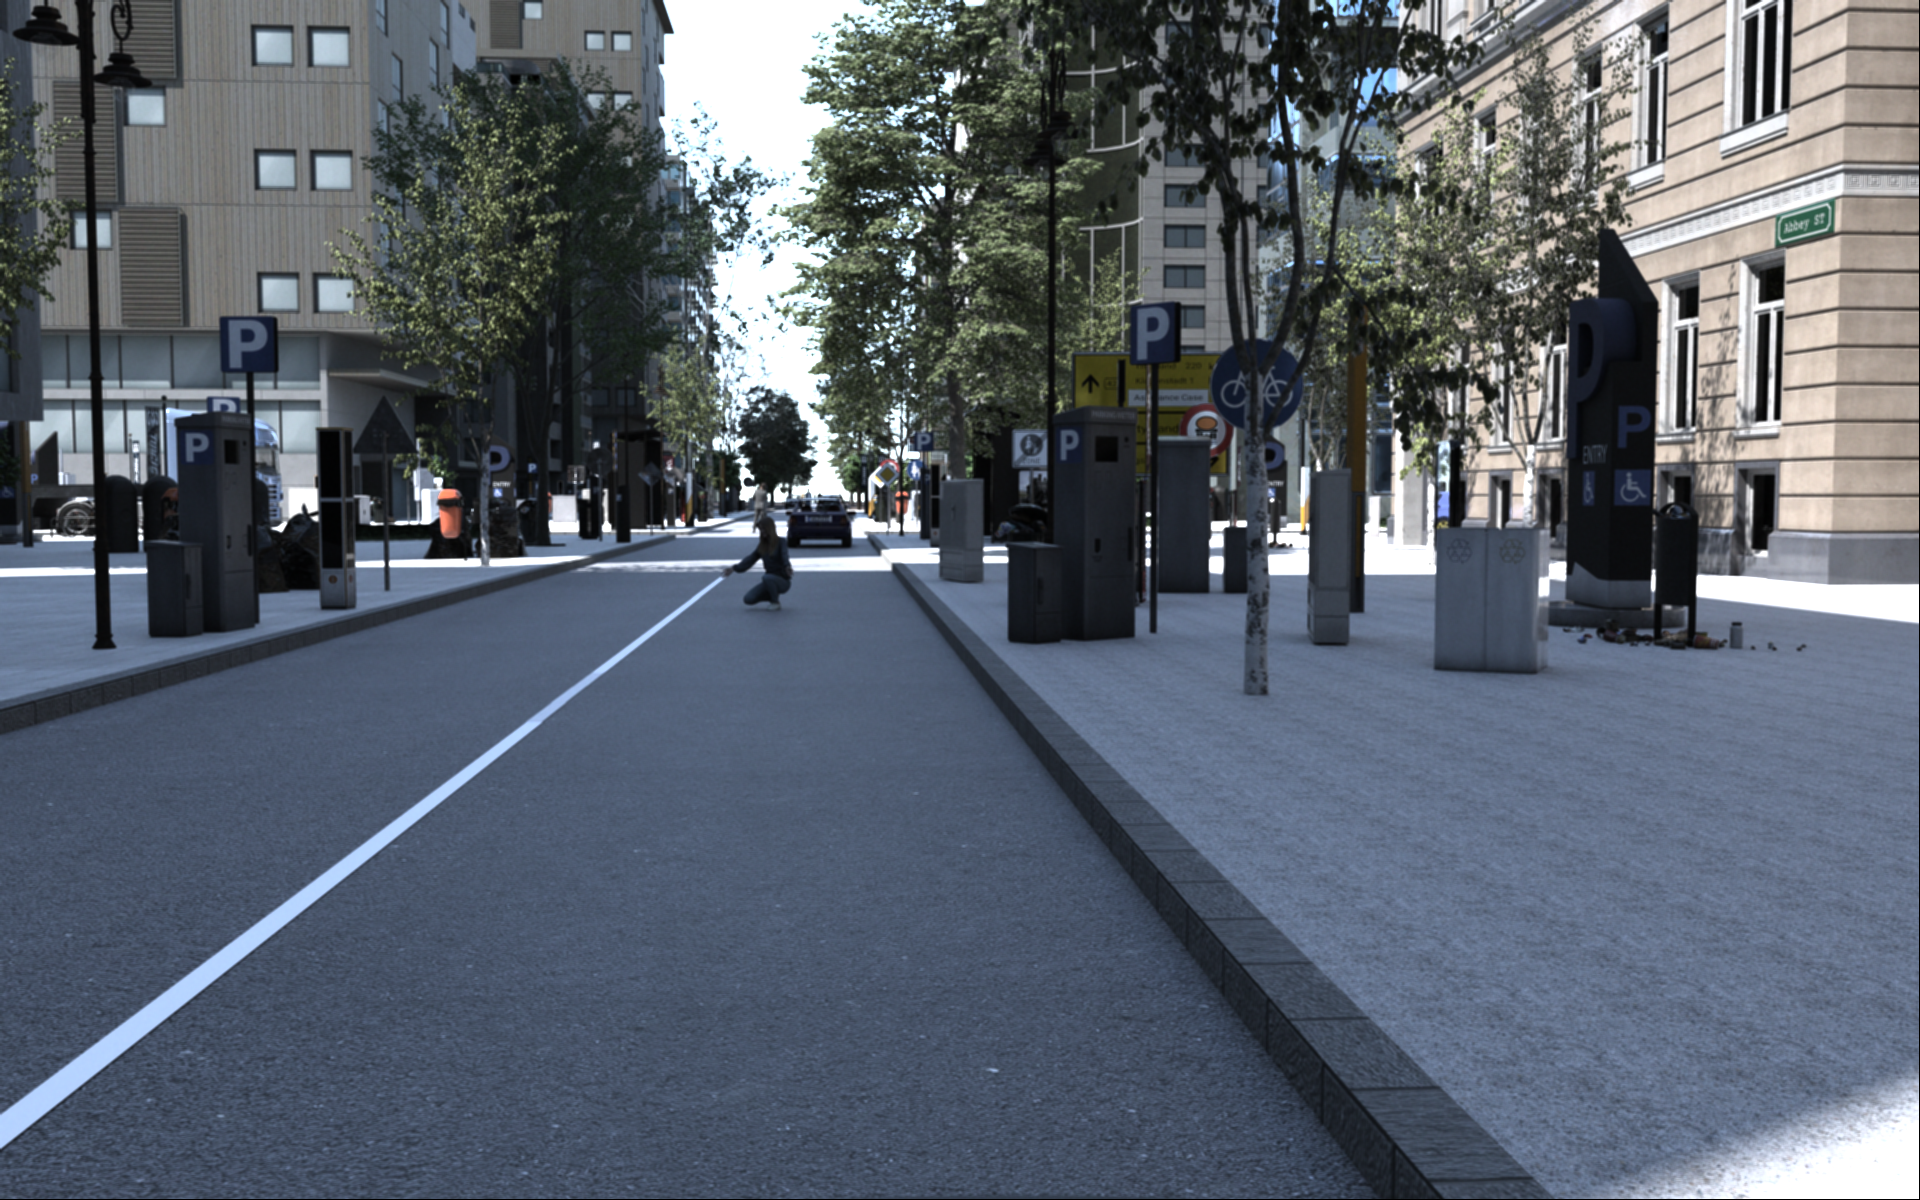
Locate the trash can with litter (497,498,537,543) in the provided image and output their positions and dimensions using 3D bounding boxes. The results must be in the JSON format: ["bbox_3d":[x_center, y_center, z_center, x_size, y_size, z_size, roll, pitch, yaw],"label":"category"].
[{"bbox_3d":[-11.385,-2.057,45.012,1.055,1.170,0.624,3,5,41],"label":"trash can with litter"}]

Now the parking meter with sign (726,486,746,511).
[{"bbox_3d":[-17.344,-8.396,133.538,1.738,3.016,0.543,-3,5,-41],"label":"parking meter with sign"}]

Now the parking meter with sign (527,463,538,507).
[{"bbox_3d":[-23.813,-6.183,97.351,0.543,3.016,1.738,-2,4,-29],"label":"parking meter with sign"}]

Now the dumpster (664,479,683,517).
[{"bbox_3d":[-16.525,-5.876,98.565,1.502,2.255,1.985,0,4,-4],"label":"dumpster"}]

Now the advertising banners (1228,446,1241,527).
[{"bbox_3d":[9.951,-4.065,62.643,0.090,3.025,2.074,1,4,20],"label":"advertising banners"}]

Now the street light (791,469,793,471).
[{"bbox_3d":[-24.893,-17.356,256.553,0.468,5.910,1.993,0,4,-4],"label":"street light"}]

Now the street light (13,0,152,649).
[{"bbox_3d":[-7.114,-2.534,14.220,0.468,5.910,1.993,0,4,-4],"label":"street light"}]

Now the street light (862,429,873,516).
[{"bbox_3d":[-5.249,-7.794,100.224,0.468,5.910,1.993,0,4,-4],"label":"street light"}]

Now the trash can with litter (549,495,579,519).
[{"bbox_3d":[-20.934,-4.817,89.807,2.233,1.210,1.678,-2,4,-33],"label":"trash can with litter"}]

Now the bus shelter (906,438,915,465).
[{"bbox_3d":[-3.683,-8.496,116.547,2.179,5.291,8.768,0,4,-4],"label":"bus shelter"}]

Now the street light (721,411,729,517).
[{"bbox_3d":[-13.074,-7.562,96.429,0.468,5.910,1.993,0,4,-4],"label":"street light"}]

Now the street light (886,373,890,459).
[{"bbox_3d":[-2.647,-5.643,65.051,0.468,5.910,1.993,0,4,-4],"label":"street light"}]

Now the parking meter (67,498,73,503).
[{"bbox_3d":[-31.465,-3.217,61.014,0.372,1.533,0.369,0,3,0],"label":"parking meter"}]

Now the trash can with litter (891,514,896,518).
[{"bbox_3d":[-3.608,-4.993,93.022,0.624,1.170,1.055,-2,4,-29],"label":"trash can with litter"}]

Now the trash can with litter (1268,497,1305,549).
[{"bbox_3d":[7.464,-1.876,41.727,1.678,1.210,2.233,1,4,13],"label":"trash can with litter"}]

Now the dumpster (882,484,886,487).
[{"bbox_3d":[-3.686,-5.644,94.769,1.502,2.255,1.985,0,4,-4],"label":"dumpster"}]

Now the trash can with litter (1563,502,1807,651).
[{"bbox_3d":[6.119,-0.248,15.116,1.678,1.210,2.233,-1,4,-10],"label":"trash can with litter"}]

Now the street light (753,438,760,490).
[{"bbox_3d":[-16.149,-10.080,137.603,0.468,5.910,1.993,0,4,-4],"label":"street light"}]

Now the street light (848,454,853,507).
[{"bbox_3d":[-10.919,-12.452,176.384,0.468,5.910,1.993,0,4,-4],"label":"street light"}]

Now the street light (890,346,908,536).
[{"bbox_3d":[-1.793,-4.907,53.025,0.468,5.910,1.993,0,4,-4],"label":"street light"}]

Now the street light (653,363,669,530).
[{"bbox_3d":[-10.537,-5.411,61.251,0.468,5.910,1.993,0,4,-4],"label":"street light"}]

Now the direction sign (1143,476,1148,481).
[{"bbox_3d":[11.392,-7.135,108.661,0.876,3.537,0.379,0,4,-8],"label":"direction sign"}]

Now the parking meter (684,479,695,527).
[{"bbox_3d":[-10.674,-3.825,68.247,0.399,1.863,0.255,0,4,1],"label":"parking meter"}]

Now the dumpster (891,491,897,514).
[{"bbox_3d":[-3.348,-5.202,90.804,1.264,1.857,1.865,0,4,-4],"label":"dumpster"}]

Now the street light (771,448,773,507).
[{"bbox_3d":[-18.781,-12.238,172.874,0.468,5.910,1.993,0,4,-4],"label":"street light"}]

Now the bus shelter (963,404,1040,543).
[{"bbox_3d":[1.093,-3.471,48.036,1.731,3.624,6.357,0,4,-4],"label":"bus shelter"}]

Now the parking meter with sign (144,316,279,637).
[{"bbox_3d":[-7.026,-1.223,16.260,0.543,3.016,1.738,0,4,3],"label":"parking meter with sign"}]

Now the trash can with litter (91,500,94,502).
[{"bbox_3d":[-34.120,-3.460,67.966,0.624,1.170,1.055,3,5,42],"label":"trash can with litter"}]

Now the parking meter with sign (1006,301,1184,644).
[{"bbox_3d":[1.176,-1.169,15.377,1.738,3.016,0.543,-3,5,-42],"label":"parking meter with sign"}]

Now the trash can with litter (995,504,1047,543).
[{"bbox_3d":[0.910,-0.528,20.022,0.624,1.170,1.055,2,4,30],"label":"trash can with litter"}]

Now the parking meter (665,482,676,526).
[{"bbox_3d":[-11.583,-3.890,69.308,0.399,1.863,0.255,0,4,-8],"label":"parking meter"}]

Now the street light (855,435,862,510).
[{"bbox_3d":[-7.830,-9.946,135.398,0.468,5.910,1.993,0,4,-4],"label":"street light"}]

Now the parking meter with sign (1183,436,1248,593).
[{"bbox_3d":[2.916,-1.605,22.505,1.738,3.016,0.543,0,4,3],"label":"parking meter with sign"}]

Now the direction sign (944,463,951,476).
[{"bbox_3d":[-0.744,-8.170,125.571,0.876,3.537,0.379,1,4,14],"label":"direction sign"}]

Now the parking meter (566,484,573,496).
[{"bbox_3d":[-22.179,-5.669,98.405,0.399,1.863,0.255,-1,4,-18],"label":"parking meter"}]

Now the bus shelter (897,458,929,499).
[{"bbox_3d":[-2.941,-6.502,100.232,2.014,3.302,5.546,0,4,-4],"label":"bus shelter"}]

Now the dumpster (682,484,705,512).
[{"bbox_3d":[-15.065,-5.631,97.817,1.264,1.857,1.865,0,4,-4],"label":"dumpster"}]

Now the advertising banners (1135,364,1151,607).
[{"bbox_3d":[2.157,-1.486,20.476,0.090,3.025,2.074,1,4,11],"label":"advertising banners"}]

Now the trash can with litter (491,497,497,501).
[{"bbox_3d":[-17.900,-3.361,66.335,0.624,1.170,1.055,0,4,2],"label":"trash can with litter"}]

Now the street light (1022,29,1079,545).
[{"bbox_3d":[0.946,-2.757,17.862,0.468,5.910,1.993,0,4,-4],"label":"street light"}]

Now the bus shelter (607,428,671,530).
[{"bbox_3d":[-11.957,-4.505,64.935,1.731,3.624,6.357,0,4,-4],"label":"bus shelter"}]

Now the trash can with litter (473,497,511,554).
[{"bbox_3d":[-10.424,-1.622,37.579,2.233,1.210,1.678,-2,4,-30],"label":"trash can with litter"}]

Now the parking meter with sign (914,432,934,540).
[{"bbox_3d":[-0.852,-3.260,49.566,0.543,3.016,1.738,1,4,11],"label":"parking meter with sign"}]

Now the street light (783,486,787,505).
[{"bbox_3d":[-22.200,-15.178,220.947,0.468,5.910,1.993,0,4,-4],"label":"street light"}]

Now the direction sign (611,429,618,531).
[{"bbox_3d":[-12.044,-4.192,60.542,0.379,3.537,0.876,-1,4,-20],"label":"direction sign"}]

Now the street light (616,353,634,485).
[{"bbox_3d":[-9.667,-4.735,50.204,0.468,5.910,1.993,0,4,-4],"label":"street light"}]

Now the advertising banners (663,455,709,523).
[{"bbox_3d":[-12.353,-5.010,78.103,2.074,3.025,0.090,-1,4,-19],"label":"advertising banners"}]

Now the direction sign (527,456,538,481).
[{"bbox_3d":[-25.397,-6.807,103.298,0.876,3.537,0.379,1,4,11],"label":"direction sign"}]
